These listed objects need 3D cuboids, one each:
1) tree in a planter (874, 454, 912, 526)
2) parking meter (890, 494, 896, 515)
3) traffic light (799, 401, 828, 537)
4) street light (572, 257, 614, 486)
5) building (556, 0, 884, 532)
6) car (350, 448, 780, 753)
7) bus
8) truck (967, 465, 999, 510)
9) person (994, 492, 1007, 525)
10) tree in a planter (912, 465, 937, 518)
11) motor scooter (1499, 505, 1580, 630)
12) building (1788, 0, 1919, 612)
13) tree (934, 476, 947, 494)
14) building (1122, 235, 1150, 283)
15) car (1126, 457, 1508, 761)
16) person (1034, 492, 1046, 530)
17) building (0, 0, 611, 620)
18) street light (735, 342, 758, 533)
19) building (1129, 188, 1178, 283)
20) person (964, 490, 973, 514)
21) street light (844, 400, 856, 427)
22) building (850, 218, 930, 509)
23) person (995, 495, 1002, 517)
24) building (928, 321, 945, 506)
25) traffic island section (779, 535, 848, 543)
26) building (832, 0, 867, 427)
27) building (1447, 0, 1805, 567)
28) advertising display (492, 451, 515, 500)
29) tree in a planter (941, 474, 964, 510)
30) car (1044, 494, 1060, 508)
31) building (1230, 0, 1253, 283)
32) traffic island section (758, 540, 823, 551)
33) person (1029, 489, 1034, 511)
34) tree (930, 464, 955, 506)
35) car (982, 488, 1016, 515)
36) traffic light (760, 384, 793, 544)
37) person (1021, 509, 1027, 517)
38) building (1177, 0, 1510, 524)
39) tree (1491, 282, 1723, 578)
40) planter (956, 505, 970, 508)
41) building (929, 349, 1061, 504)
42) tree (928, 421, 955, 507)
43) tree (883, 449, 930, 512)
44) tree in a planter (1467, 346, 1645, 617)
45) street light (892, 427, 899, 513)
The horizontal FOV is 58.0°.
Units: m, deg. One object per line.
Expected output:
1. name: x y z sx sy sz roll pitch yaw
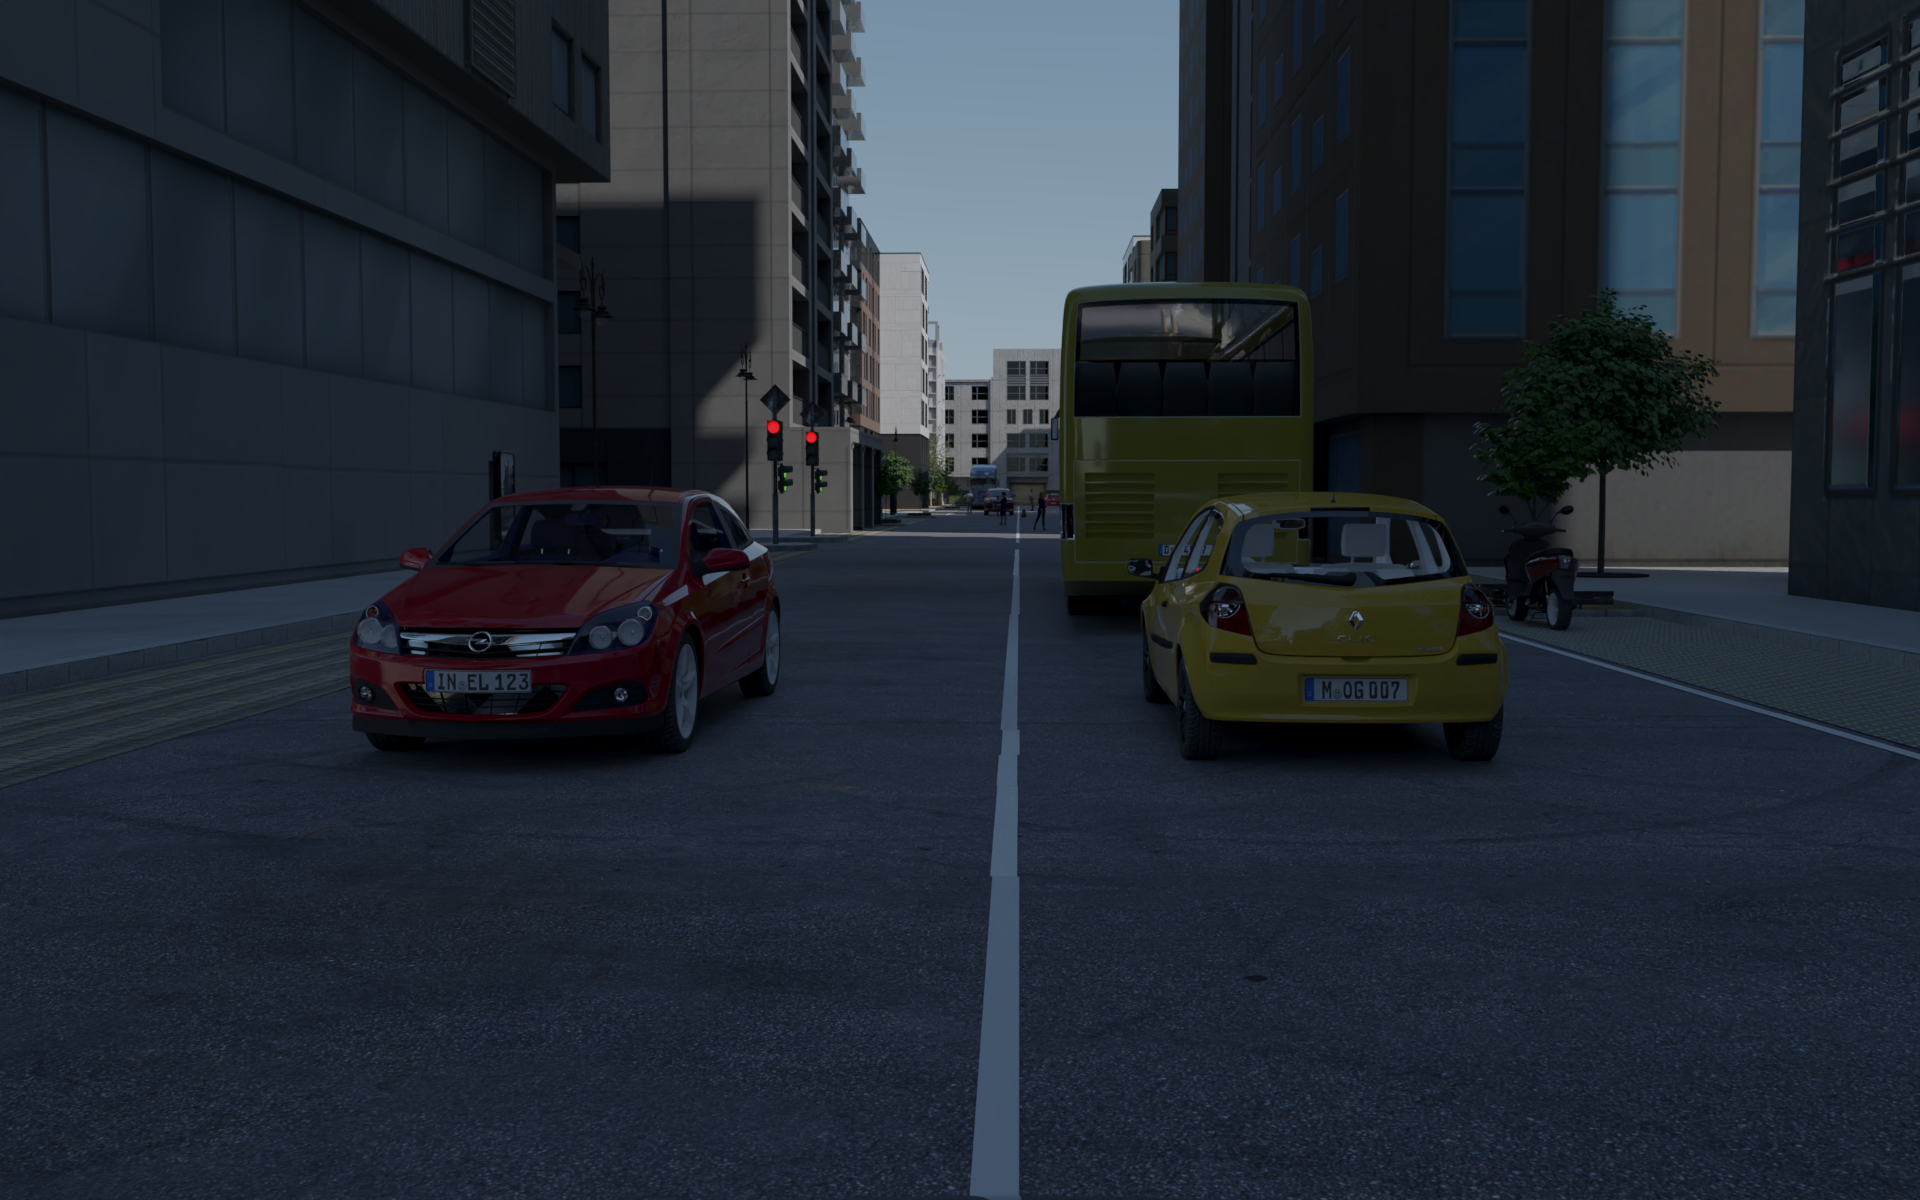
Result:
1. tree in a planter: -3.302 -4.876 76.945 1.991 3.239 1.994 0 4 2
2. parking meter: -4.110 -6.115 105.684 0.255 1.863 0.399 1 4 18
3. traffic light: -4.434 -3.875 52.280 0.839 4.253 0.868 0 4 2
4. street light: -7.167 -3.741 33.954 0.468 5.910 1.993 0 4 2
5. building: -13.829 -38.741 71.670 20.563 71.187 20.611 0 4 2
6. car: -2.304 -0.117 10.959 2.155 1.783 4.494 0 4 4
7. bus: 2.619 -1.942 23.300 2.896 3.916 12.252 0 4 3
8. truck: 2.648 -10.752 165.554 2.967 4.110 18.799 0 4 4
9. person: 1.904 -4.203 79.588 0.453 1.535 0.546 3 5 40
10. tree in a planter: -2.396 -6.523 103.874 1.991 3.239 1.994 0 4 2
11. motor scooter: 6.288 -0.367 18.780 0.815 1.314 1.986 0 4 1
12. building: 21.153 -42.256 3.552 22.319 86.520 31.000 0 4 2
13. tree: -1.893 -11.498 182.588 1.663 3.219 1.824 0 3 0
14. building: 28.122 -18.888 152.788 27.936 21.610 32.646 0 4 2
15. car: 2.076 -0.031 10.734 2.015 1.641 3.980 0 4 2
16. person: 3.198 -3.562 69.281 0.613 1.512 0.480 1 4 22
17. building: -21.662 -26.775 27.019 27.495 52.752 28.713 0 4 2
18. street light: -6.502 -4.895 52.819 0.468 5.910 1.993 0 4 2
19. building: 25.692 -16.340 112.195 27.650 21.520 28.899 0 4 2
20. person: 0.675 -7.029 124.141 0.376 1.734 0.841 -3 5 -44
21. street light: -5.404 -6.871 85.134 0.468 5.910 1.993 0 4 2
22. building: -17.340 -18.404 144.878 27.936 21.610 32.646 0 4 2
23. person: 2.472 -5.895 108.795 0.340 1.345 0.435 3 5 43
24. building: -7.549 -20.766 195.949 11.380 20.091 16.016 0 4 2
25. traffic island section: -4.474 -1.843 52.416 2.009 0.180 2.903 0 4 2
26. building: -17.560 -29.746 105.964 23.786 49.044 30.456 0 4 2
27. building: 14.016 -23.578 35.614 14.600 45.320 14.200 0 4 2
28. advertising display: -6.896 -1.286 26.234 0.123 1.923 0.974 0 4 -2
29. tree in a planter: -0.653 -9.603 154.236 1.991 3.239 1.994 0 4 2
30. car: 9.643 -10.440 179.740 2.155 1.783 4.494 0 4 2
31. building: 24.650 -31.645 59.389 28.212 58.520 21.231 0 4 2
32. traffic island section: -4.747 -1.355 44.435 2.009 0.180 2.903 0 4 2
33. person: 5.987 -8.486 147.119 0.599 1.838 0.709 0 4 5
34. tree: -2.270 -12.385 186.206 4.285 4.588 4.351 0 3 0
35. car: 2.661 -6.679 117.881 2.281 1.827 5.304 0 4 2
36. traffic light: -4.707 -3.387 44.299 0.839 4.253 0.868 0 4 2
37. person: 3.894 -5.288 105.428 0.357 0.543 0.381 -2 4 -32
38. building: 18.857 -26.868 89.399 14.600 45.320 14.200 0 4 2
39. tree: 9.973 -2.651 27.053 4.285 4.588 4.351 0 3 0
40. planter: 0.267 -9.793 181.253 1.991 0.319 1.994 0 4 2
41. building: 4.305 -21.581 219.301 31.486 18.905 16.747 0 4 2
42. tree: -2.819 -13.812 176.195 4.737 8.622 4.395 0 3 0
43. tree: -4.882 -8.671 125.490 4.285 4.588 4.351 0 3 0
44. tree in a planter: 6.971 -1.453 20.976 1.991 3.239 1.994 0 4 2
45. street light: -4.317 -8.822 117.022 0.468 5.910 1.993 0 4 2
